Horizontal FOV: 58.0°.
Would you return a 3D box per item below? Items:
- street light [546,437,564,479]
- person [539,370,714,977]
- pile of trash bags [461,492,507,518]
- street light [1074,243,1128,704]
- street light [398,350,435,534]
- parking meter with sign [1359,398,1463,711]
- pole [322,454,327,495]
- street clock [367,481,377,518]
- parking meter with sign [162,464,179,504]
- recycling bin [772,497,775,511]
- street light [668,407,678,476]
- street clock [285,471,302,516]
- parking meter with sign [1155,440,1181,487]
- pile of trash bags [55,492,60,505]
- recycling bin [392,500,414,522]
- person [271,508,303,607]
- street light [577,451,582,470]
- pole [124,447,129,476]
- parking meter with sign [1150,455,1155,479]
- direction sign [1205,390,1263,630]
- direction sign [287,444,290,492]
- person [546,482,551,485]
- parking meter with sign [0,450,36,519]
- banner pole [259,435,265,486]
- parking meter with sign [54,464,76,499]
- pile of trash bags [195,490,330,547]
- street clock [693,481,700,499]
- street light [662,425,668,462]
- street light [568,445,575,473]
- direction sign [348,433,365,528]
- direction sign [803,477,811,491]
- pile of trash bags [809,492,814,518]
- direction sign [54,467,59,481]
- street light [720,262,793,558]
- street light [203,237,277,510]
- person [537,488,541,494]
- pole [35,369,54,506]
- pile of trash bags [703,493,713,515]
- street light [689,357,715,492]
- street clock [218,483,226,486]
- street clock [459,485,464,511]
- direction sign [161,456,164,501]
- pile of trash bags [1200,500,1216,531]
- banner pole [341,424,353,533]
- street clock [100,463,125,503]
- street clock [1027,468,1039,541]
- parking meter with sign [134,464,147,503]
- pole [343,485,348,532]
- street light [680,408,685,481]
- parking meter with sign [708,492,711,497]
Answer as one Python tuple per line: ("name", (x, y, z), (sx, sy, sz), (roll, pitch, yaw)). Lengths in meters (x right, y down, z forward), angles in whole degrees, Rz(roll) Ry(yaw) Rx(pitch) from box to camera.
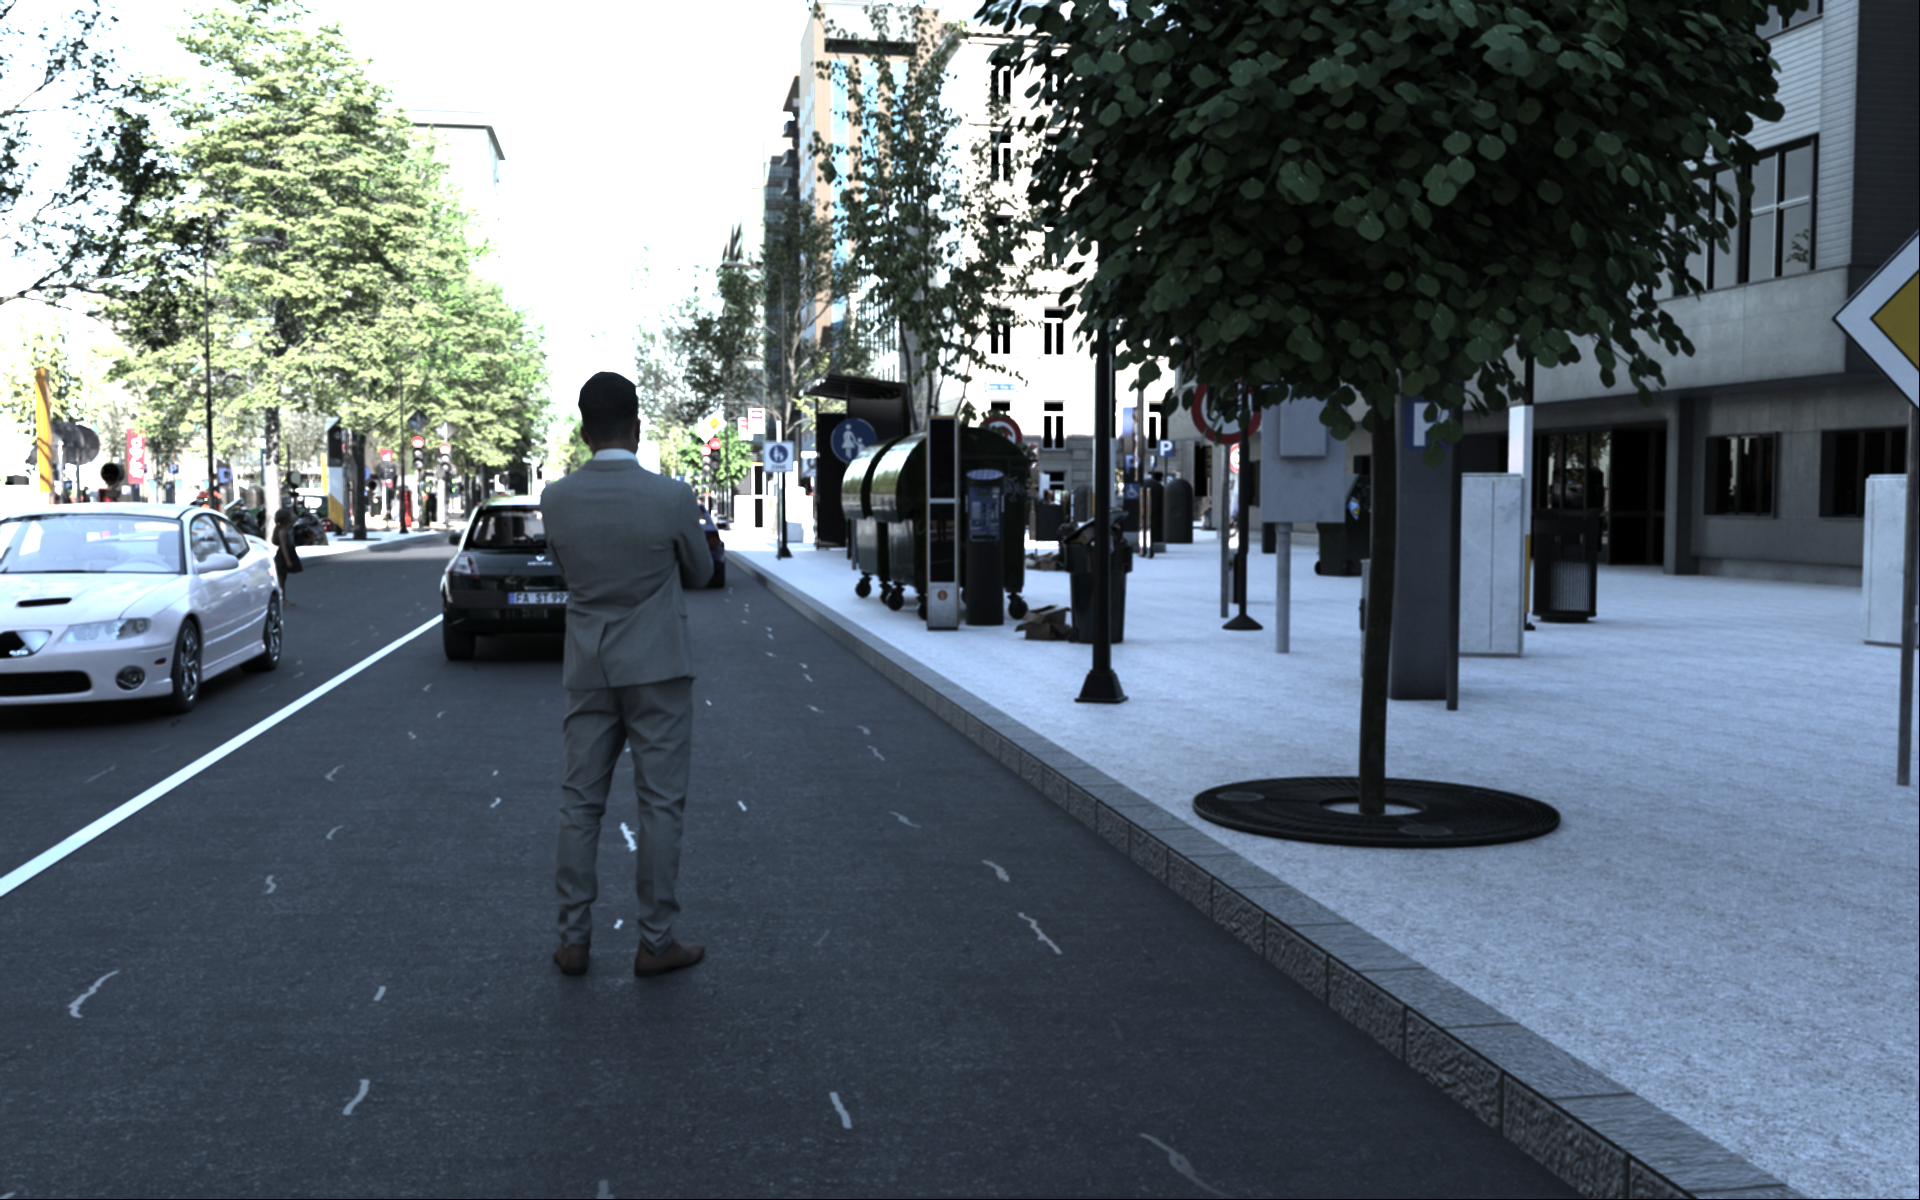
("street light", (-32.897, -10.251, 140.152), (1.470, 5.913, 1.316), (-1, 4, -10))
("person", (-1.009, 0.207, 5.296), (0.511, 1.800, 0.466), (0, 4, -5))
("pile of trash bags", (-25.668, -5.171, 94.299), (3.447, 1.369, 1.912), (3, 5, 43))
("street light", (0.345, -2.321, 10.483), (1.470, 5.913, 1.316), (-1, 4, -10))
("street light", (-17.427, -5.096, 55.856), (1.470, 5.913, 1.316), (-1, 4, -10))
("parking meter with sign", (2.918, -0.903, 11.020), (0.543, 3.016, 1.738), (0, 4, 0))
("pole", (-32.635, -5.816, 88.935), (0.158, 3.312, 0.155), (0, 3, 0))
("street clock", (-31.512, -5.398, 92.832), (0.471, 2.002, 0.358), (-3, 5, -44))
("parking meter with sign", (-46.005, -6.395, 100.820), (0.543, 3.016, 1.738), (0, 4, -8))
("recycling bin", (-13.971, -7.093, 128.519), (0.722, 1.027, 0.722), (0, 4, -4))
("street light", (-14.730, -7.349, 92.695), (1.470, 5.913, 1.316), (-1, 4, -10))
("street clock", (-20.733, -3.021, 53.958), (0.358, 2.002, 0.471), (2, 4, 28))
("parking meter with sign", (6.920, -3.679, 56.416), (0.543, 3.016, 1.738), (1, 4, 21))
("pile of trash bags", (-39.976, -4.051, 75.994), (1.912, 1.369, 3.447), (-3, 4, -38))
("recycling bin", (-25.510, -4.082, 79.291), (0.722, 1.027, 0.722), (2, 4, 32))
("person", (-8.563, -0.542, 22.024), (0.373, 1.253, 0.362), (-1, 4, -12))
("street light", (-41.895, -13.225, 188.772), (1.470, 5.913, 1.316), (-1, 4, -10))
("pole", (-36.334, -4.999, 75.582), (0.158, 3.312, 0.155), (0, 3, 0))
("parking meter with sign", (9.498, -5.006, 78.110), (1.738, 3.016, 0.543), (-1, 4, -14))
("direction sign", (2.688, -1.491, 16.370), (0.876, 3.537, 0.379), (-2, 4, -29))
("direction sign", (-30.353, -5.282, 78.357), (0.379, 3.537, 0.876), (-1, 4, -15))
("person", (-13.119, -2.846, 55.215), (0.466, 1.800, 0.511), (-1, 4, -14))
("parking meter with sign", (-37.617, -4.445, 68.940), (1.738, 3.016, 0.543), (0, 4, 2))
("banner pole", (-26.056, -4.607, 65.339), (0.401, 3.779, 0.863), (2, 4, 24))
("parking meter with sign", (-45.628, -5.636, 88.406), (0.543, 3.016, 1.738), (-3, 5, -43))
("pile of trash bags", (-17.018, -1.959, 41.784), (1.912, 1.369, 3.447), (1, 4, 22))
("street clock", (-12.409, -4.707, 81.522), (0.358, 2.002, 0.471), (1, 4, 8))
("street light", (-19.122, -8.813, 116.625), (1.470, 5.913, 1.316), (-1, 4, -10))
("street light", (-37.410, -11.738, 164.461), (1.470, 5.913, 1.316), (-1, 4, -10))
("direction sign", (-22.644, -4.444, 64.651), (0.876, 3.537, 0.379), (0, 4, 0))
("direction sign", (-11.543, -8.543, 131.669), (0.876, 3.537, 0.379), (-3, 4, -37))
("pile of trash bags", (-8.388, -5.237, 95.384), (1.912, 1.369, 3.447), (0, 4, 7))
("direction sign", (-55.746, -7.001, 106.459), (0.876, 3.537, 0.379), (1, 4, 11))
("street light", (-4.099, -3.811, 34.855), (1.470, 5.913, 1.316), (-1, 4, -10))
("street light", (-13.042, -3.599, 31.389), (1.470, 5.913, 1.316), (-1, 4, -10))
("person", (-23.384, -5.343, 96.405), (0.362, 1.759, 0.519), (-1, 4, -19))
("pole", (-14.949, -2.108, 28.316), (0.158, 3.312, 0.155), (0, 3, 0))
("pile of trash bags", (-16.374, -6.755, 120.197), (1.912, 1.369, 3.447), (1, 4, 20))
("street light", (-8.462, -5.275, 58.790), (1.470, 5.913, 1.316), (-1, 4, -10))
("street clock", (-47.979, -6.612, 112.672), (0.471, 2.002, 0.358), (1, 4, 8))
("street clock", (-38.180, -7.840, 132.754), (0.358, 2.002, 0.471), (2, 4, 28))
("direction sign", (-47.701, -6.828, 103.629), (0.379, 3.537, 0.876), (-2, 4, -26))
("pile of trash bags", (9.314, -3.113, 60.654), (1.912, 1.369, 3.447), (1, 4, 16))
("banner pole", (-20.154, -4.087, 56.838), (0.401, 3.779, 0.863), (0, 4, -3))
("street clock", (-19.674, -2.183, 40.255), (0.471, 2.002, 0.358), (0, 4, 2))
("street clock", (1.983, -2.618, 47.372), (0.358, 2.002, 0.471), (-1, 4, -12))
("parking meter with sign", (-47.936, -6.372, 100.435), (1.738, 3.016, 0.543), (2, 4, 26))
("pole", (-20.410, -3.890, 57.451), (0.158, 3.312, 0.155), (0, 3, 0))
("street light", (-10.151, -5.827, 67.813), (1.470, 5.913, 1.316), (-1, 4, -10))
("parking meter with sign", (-17.142, -7.381, 116.939), (1.738, 3.016, 0.543), (3, 5, 42))
